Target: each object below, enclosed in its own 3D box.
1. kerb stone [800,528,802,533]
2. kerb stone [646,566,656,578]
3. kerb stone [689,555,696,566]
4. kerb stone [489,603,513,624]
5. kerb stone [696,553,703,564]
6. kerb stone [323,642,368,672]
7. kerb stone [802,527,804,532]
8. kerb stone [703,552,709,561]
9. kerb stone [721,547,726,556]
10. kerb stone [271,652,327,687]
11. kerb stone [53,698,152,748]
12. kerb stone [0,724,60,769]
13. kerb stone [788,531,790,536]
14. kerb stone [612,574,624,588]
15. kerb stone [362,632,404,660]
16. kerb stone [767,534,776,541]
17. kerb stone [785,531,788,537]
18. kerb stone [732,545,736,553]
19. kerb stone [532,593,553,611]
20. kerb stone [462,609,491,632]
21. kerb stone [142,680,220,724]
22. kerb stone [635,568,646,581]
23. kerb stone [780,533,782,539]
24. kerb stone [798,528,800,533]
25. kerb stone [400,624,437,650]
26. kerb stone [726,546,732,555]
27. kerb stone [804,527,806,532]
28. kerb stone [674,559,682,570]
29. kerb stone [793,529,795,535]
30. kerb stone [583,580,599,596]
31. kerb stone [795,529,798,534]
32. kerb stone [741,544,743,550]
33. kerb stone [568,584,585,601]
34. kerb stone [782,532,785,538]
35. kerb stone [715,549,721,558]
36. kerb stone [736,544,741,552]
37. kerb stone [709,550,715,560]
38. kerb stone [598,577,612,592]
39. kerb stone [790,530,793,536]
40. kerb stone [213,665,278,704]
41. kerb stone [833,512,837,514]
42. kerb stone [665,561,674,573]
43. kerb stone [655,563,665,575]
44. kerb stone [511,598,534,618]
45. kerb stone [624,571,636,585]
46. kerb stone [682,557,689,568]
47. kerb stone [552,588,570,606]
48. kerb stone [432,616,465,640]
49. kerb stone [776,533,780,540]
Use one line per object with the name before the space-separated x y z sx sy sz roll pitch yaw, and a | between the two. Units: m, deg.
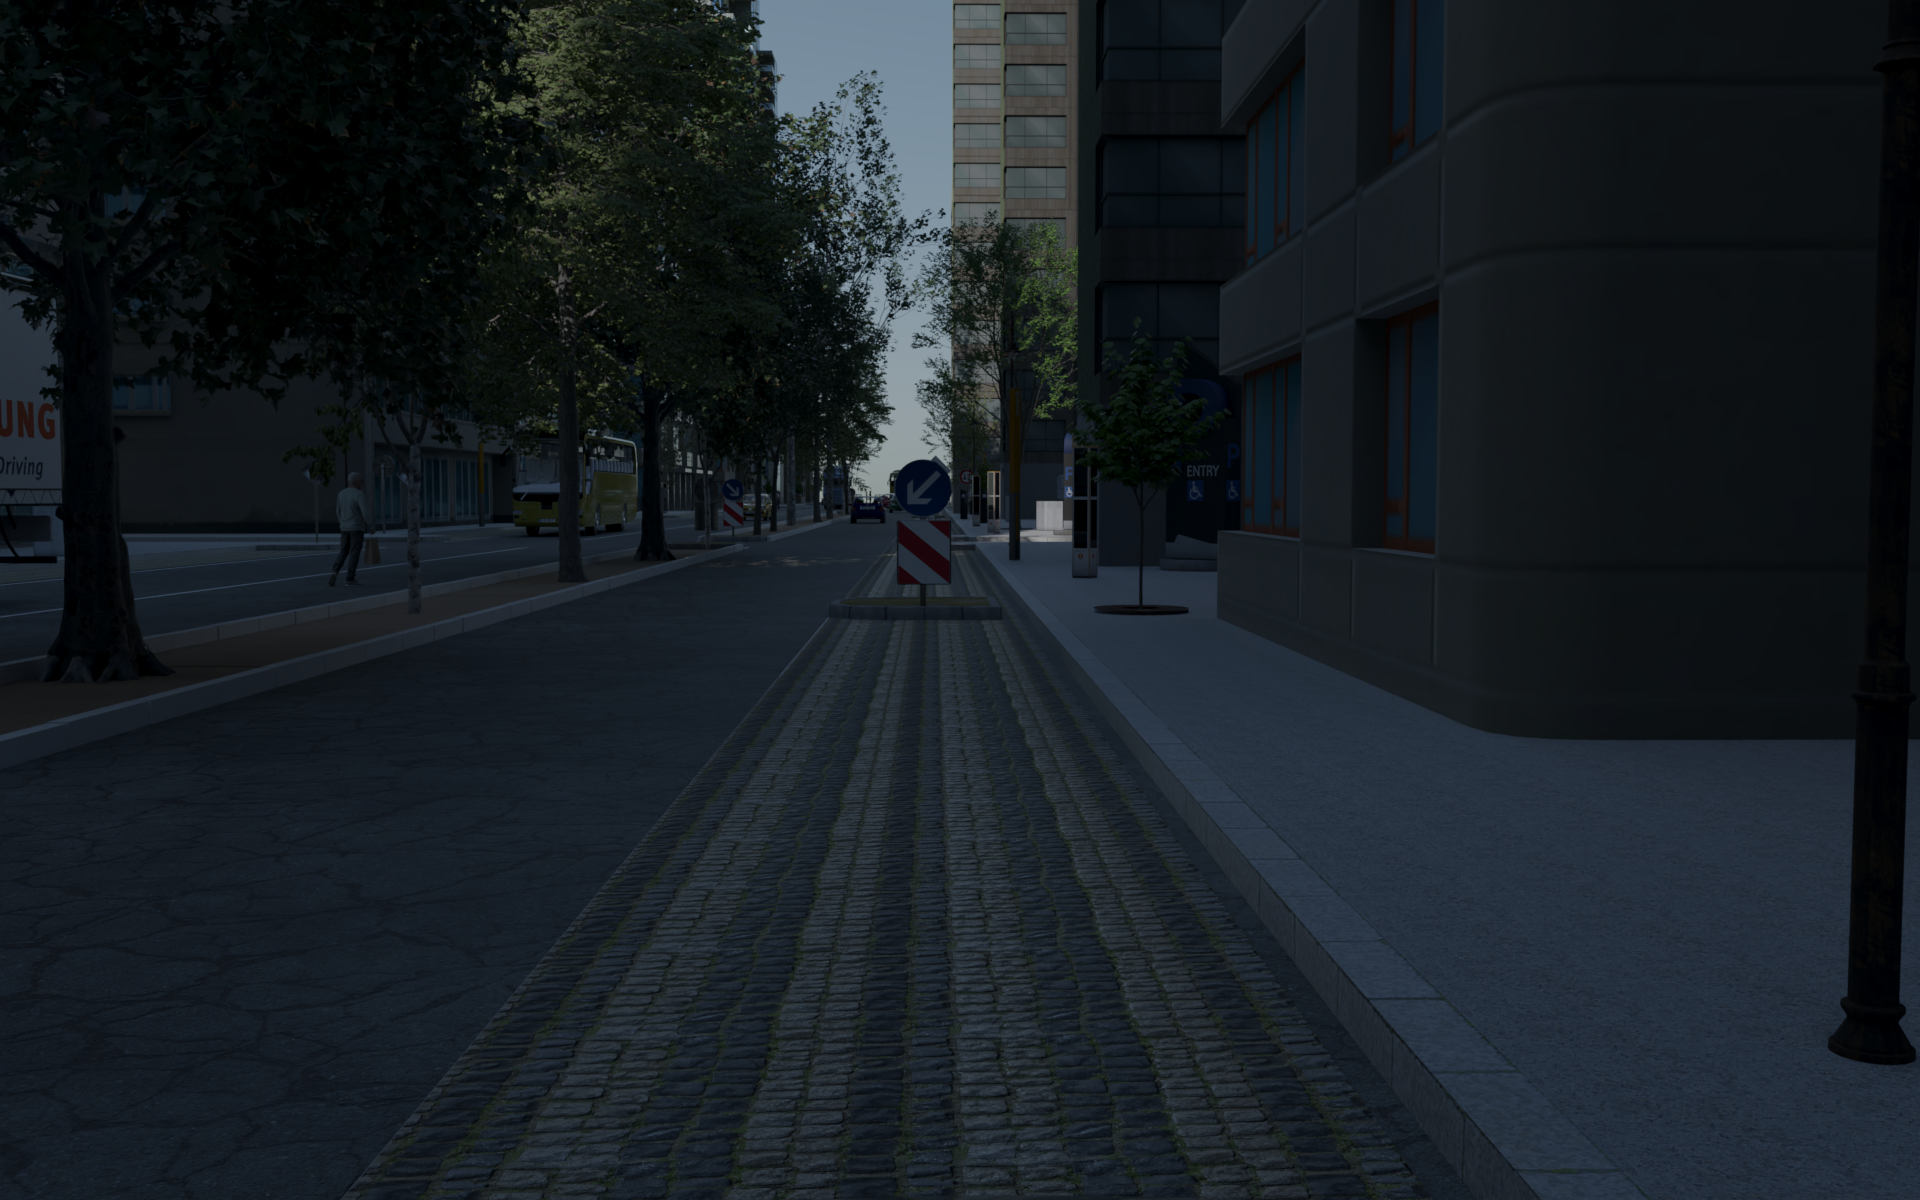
kerb stone | -5.949 -2.500 63.066 0.120 0.150 1.000 0 4 -1
kerb stone | -5.403 -0.460 29.713 0.120 0.150 1.000 0 4 -1
kerb stone | -5.486 -0.770 34.841 0.120 0.150 1.000 0 4 -1
kerb stone | -5.234 0.170 19.475 0.120 0.150 1.000 0 4 -1
kerb stone | -5.499 -0.836 35.863 0.120 0.150 1.000 0 4 -1
kerb stone | -5.150 0.483 14.353 0.120 0.150 1.000 0 4 -1
kerb stone | -5.965 -2.556 64.091 0.120 0.150 1.000 0 4 -1
kerb stone | -5.523 -0.899 36.888 0.120 0.150 1.000 0 4 -1
kerb stone | -5.571 -1.087 39.964 0.120 0.150 1.000 0 4 -1
kerb stone | -5.131 0.543 13.325 0.120 0.150 1.000 0 4 -1
kerb stone | -5.083 0.731 10.242 0.120 0.150 1.000 0 4 -1
kerb stone | -5.061 0.799 9.220 0.120 0.150 1.000 0 4 -1
kerb stone | -5.864 -2.187 57.952 0.120 0.150 1.000 0 4 -1
kerb stone | -5.352 -0.272 26.639 0.120 0.150 1.000 0 4 -1
kerb stone | -5.169 0.422 15.376 0.120 0.150 1.000 0 4 -1
kerb stone | -5.780 -1.873 52.825 0.120 0.150 1.000 0 4 -1
kerb stone | -5.853 -2.121 56.929 0.120 0.150 1.000 0 4 -1
kerb stone | -5.607 -1.209 42.016 0.120 0.150 1.000 0 4 -1
kerb stone | -5.262 0.044 21.521 0.120 0.150 1.000 0 4 -1
kerb stone | -5.210 0.230 18.446 0.120 0.150 1.000 0 4 -1
kerb stone | -5.099 0.668 11.274 0.120 0.150 1.000 0 4 -1
kerb stone | -5.387 -0.397 28.691 0.120 0.150 1.000 0 4 -1
kerb stone | -5.809 -1.998 54.870 0.120 0.150 1.000 0 4 -1
kerb stone | -5.929 -2.437 62.044 0.120 0.150 1.000 0 4 -1
kerb stone | -5.185 0.359 16.398 0.120 0.150 1.000 0 4 -1
kerb stone | -5.583 -1.148 40.994 0.120 0.150 1.000 0 4 -1
kerb stone | -5.980 -2.625 65.117 0.120 0.150 1.000 0 4 -1
kerb stone | -5.450 -0.644 32.791 0.120 0.150 1.000 0 4 -1
kerb stone | -5.896 -2.312 59.999 0.120 0.150 1.000 0 4 -1
kerb stone | -5.313 -0.147 24.595 0.120 0.150 1.000 0 4 -1
kerb stone | -5.912 -2.375 61.021 0.120 0.150 1.000 0 4 -1
kerb stone | -5.632 -1.338 44.065 0.120 0.150 1.000 0 4 -1
kerb stone | -5.303 -0.078 23.570 0.120 0.150 1.000 0 4 -1
kerb stone | -5.827 -2.061 55.892 0.120 0.150 1.000 0 4 -1
kerb stone | -5.545 -1.024 38.942 0.120 0.150 1.000 0 4 -1
kerb stone | -5.613 -1.275 43.043 0.120 0.150 1.000 0 4 -1
kerb stone | -5.532 -0.961 37.916 0.120 0.150 1.000 0 4 -1
kerb stone | -5.343 -0.209 25.617 0.120 0.150 1.000 0 4 -1
kerb stone | -5.876 -2.243 58.977 0.120 0.150 1.000 0 4 -1
kerb stone | -5.113 0.607 12.297 0.120 0.150 1.000 0 4 -1
kerb stone | -9.087 -6.384 126.566 0.120 0.150 1.000 0 4 -1
kerb stone | -5.431 -0.583 31.761 0.120 0.150 1.000 0 4 -1
kerb stone | -5.417 -0.521 30.735 0.120 0.150 1.000 0 4 -1
kerb stone | -5.249 0.104 20.498 0.120 0.150 1.000 0 4 -1
kerb stone | -5.366 -0.329 27.666 0.120 0.150 1.000 0 4 -1
kerb stone | -5.467 -0.711 33.813 0.120 0.150 1.000 0 4 -1
kerb stone | -5.280 -0.015 22.545 0.120 0.150 1.000 0 4 -1
kerb stone | -5.201 0.298 17.424 0.120 0.150 1.000 0 4 -1
kerb stone | -5.793 -1.936 53.848 0.120 0.150 1.000 0 4 -1
